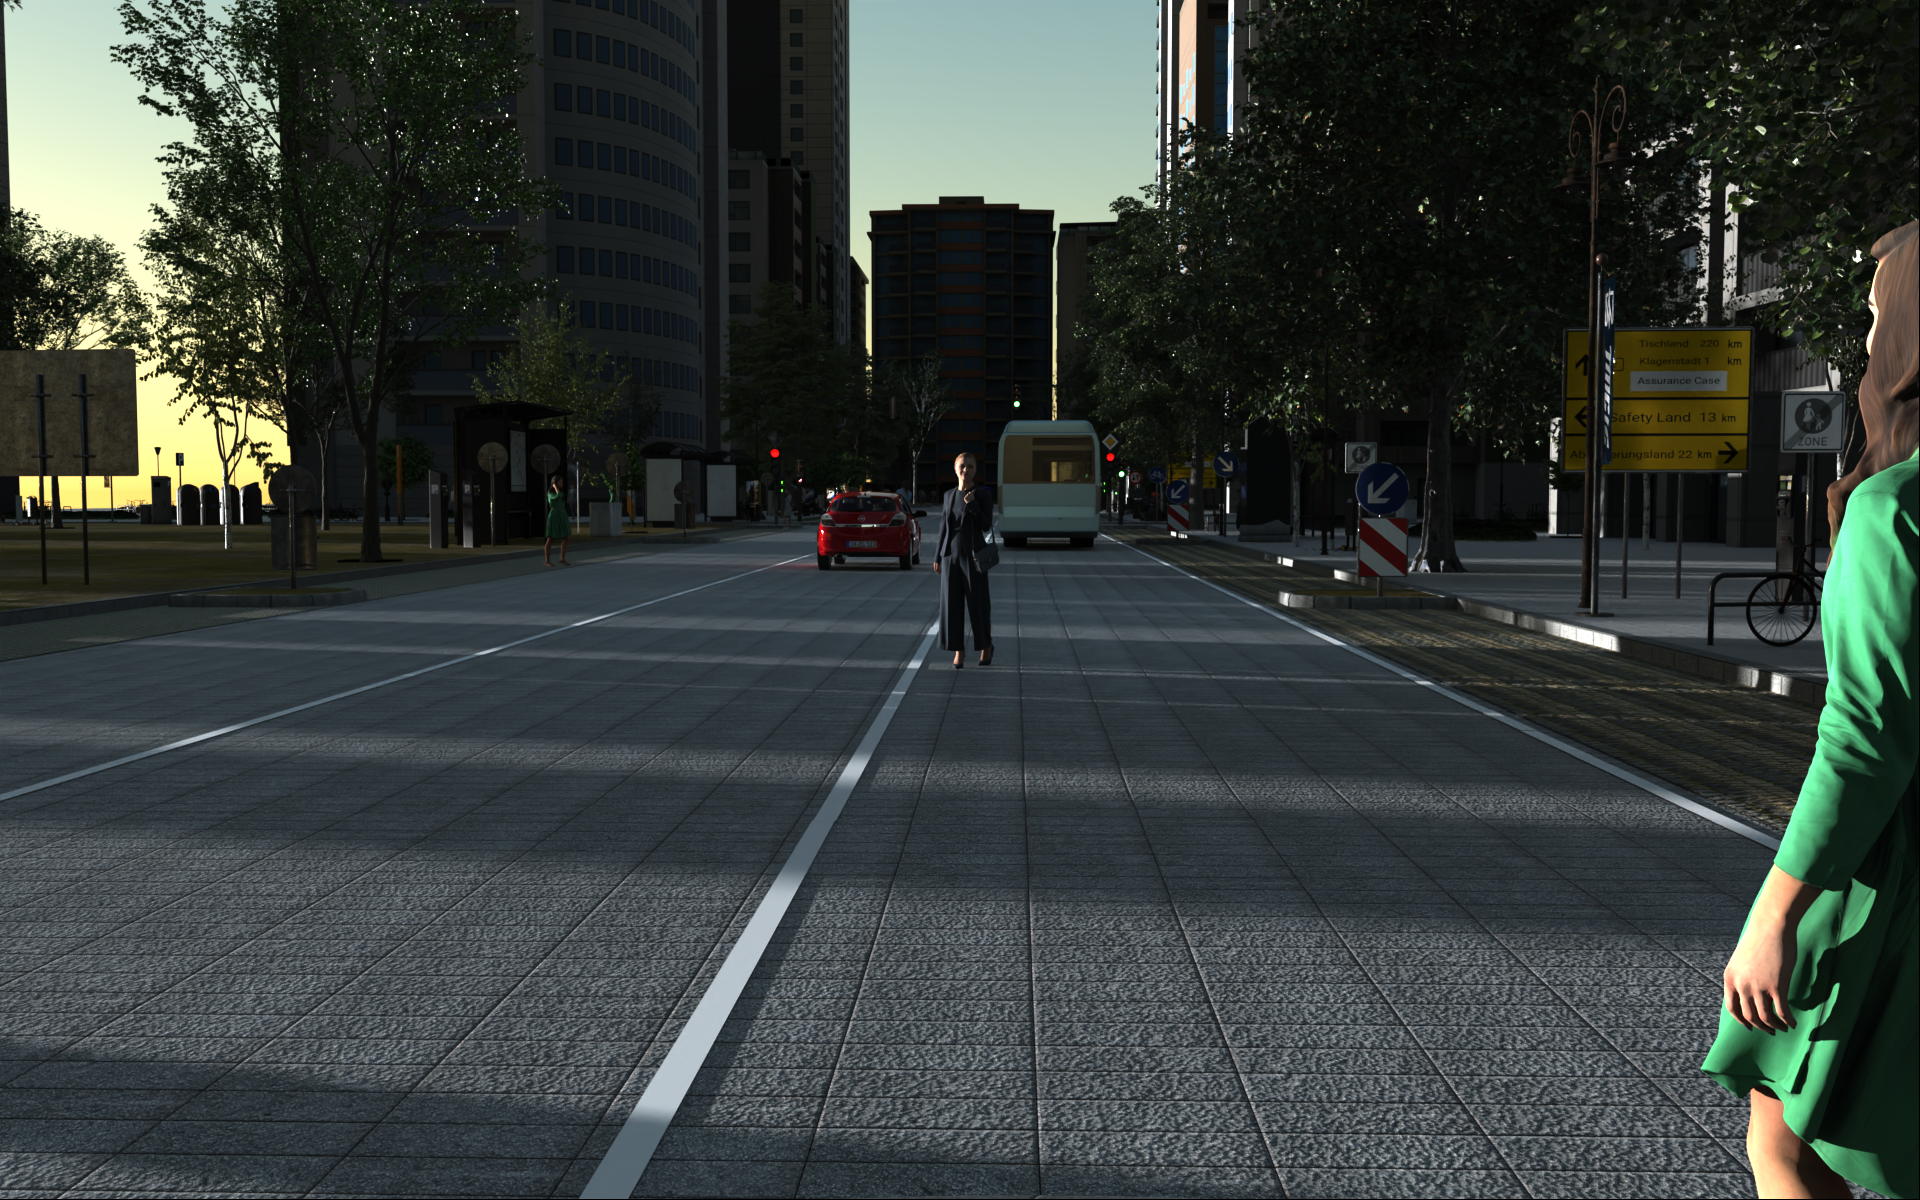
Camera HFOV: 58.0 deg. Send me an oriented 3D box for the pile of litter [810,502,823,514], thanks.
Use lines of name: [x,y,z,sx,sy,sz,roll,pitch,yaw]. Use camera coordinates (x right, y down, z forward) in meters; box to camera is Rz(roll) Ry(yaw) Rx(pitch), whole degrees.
pile of litter: [-9.223,-5.919,110.736,1.719,0.858,1.176,2,4,27]

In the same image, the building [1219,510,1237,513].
building: [28.578,-35.104,115.948,21.231,58.520,28.212,0,4,2]

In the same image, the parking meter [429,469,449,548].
parking meter: [-12.336,-2.160,41.019,0.399,1.863,0.255,1,4,22]

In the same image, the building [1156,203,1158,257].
building: [39.721,-38.656,255.730,21.600,48.544,21.300,0,4,2]

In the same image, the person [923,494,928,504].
person: [-4.963,-13.955,236.661,1.348,1.824,0.705,1,4,13]

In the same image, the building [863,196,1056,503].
building: [-0.406,-36.865,257.372,28.867,44.769,22.147,0,4,2]

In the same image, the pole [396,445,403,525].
pole: [-23.236,-4.768,71.807,0.158,3.312,0.155,0,3,0]

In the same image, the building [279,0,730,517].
building: [-27.305,-34.641,108.376,21.231,58.520,28.212,0,4,2]

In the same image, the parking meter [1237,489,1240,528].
parking meter: [10.532,-3.445,64.738,0.372,1.533,0.369,0,3,0]

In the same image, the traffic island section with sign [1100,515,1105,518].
traffic island section with sign: [7.718,-5.884,104.828,1.989,1.847,2.006,0,4,2]

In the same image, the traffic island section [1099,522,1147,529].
traffic island section: [6.709,-3.053,72.198,2.009,0.180,2.903,0,4,2]

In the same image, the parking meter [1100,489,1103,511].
parking meter: [10.323,-7.473,127.890,0.399,1.863,0.255,2,4,24]

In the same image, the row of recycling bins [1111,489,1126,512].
row of recycling bins: [11.593,-7.310,126.623,1.069,1.692,3.534,1,4,8]

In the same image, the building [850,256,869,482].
building: [-26.695,-34.995,264.050,23.993,40.220,32.217,0,4,2]

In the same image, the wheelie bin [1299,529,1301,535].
wheelie bin: [10.581,-2.851,54.524,0.693,1.594,0.980,1,4,16]

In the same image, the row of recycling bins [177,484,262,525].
row of recycling bins: [-31.063,-4.007,72.630,1.069,1.692,3.534,3,5,39]

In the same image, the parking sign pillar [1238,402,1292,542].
parking sign pillar: [8.209,-3.550,46.517,1.447,3.967,1.447,-1,4,-17]

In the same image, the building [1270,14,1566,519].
building: [24.650,-19.707,93.903,14.107,30.474,14.160,0,4,2]

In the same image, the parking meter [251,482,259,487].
parking meter: [-33.976,-4.752,83.405,0.255,1.863,0.399,1,4,23]

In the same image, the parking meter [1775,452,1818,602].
parking meter: [9.682,-0.877,20.058,0.399,1.863,0.255,-1,4,-19]

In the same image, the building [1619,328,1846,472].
building: [57.480,-15.543,99.161,28.899,21.520,27.650,0,4,2]

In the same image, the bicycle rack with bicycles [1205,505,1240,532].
bicycle rack with bicycles: [9.400,-2.780,58.835,2.852,0.926,2.925,0,4,7]

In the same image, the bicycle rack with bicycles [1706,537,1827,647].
bicycle rack with bicycles: [7.597,-0.032,13.903,2.925,0.926,2.852,-1,4,-11]

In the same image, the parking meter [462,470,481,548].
parking meter: [-11.725,-2.196,41.621,0.399,1.863,0.255,2,4,33]

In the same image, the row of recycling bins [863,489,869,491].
row of recycling bins: [-8.226,-8.362,143.825,1.069,1.692,3.534,-1,4,-17]

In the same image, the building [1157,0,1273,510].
building: [30.735,-38.821,176.715,21.231,58.520,28.212,0,4,2]

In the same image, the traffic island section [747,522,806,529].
traffic island section: [-7.725,-3.081,72.647,2.009,0.180,2.903,0,4,2]

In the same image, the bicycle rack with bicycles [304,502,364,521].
bicycle rack with bicycles: [-29.490,-4.170,81.563,2.925,0.926,2.852,-1,4,-11]

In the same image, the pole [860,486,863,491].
pole: [-7.500,-8.418,131.477,0.158,3.312,0.155,0,3,0]

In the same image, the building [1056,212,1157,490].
building: [21.188,-34.821,252.921,14.086,41.232,14.154,0,4,2]

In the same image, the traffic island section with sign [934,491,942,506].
traffic island section with sign: [-3.152,-12.300,209.725,1.989,1.847,2.006,0,4,2]

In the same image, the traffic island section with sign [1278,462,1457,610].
traffic island section with sign: [5.167,-0.837,22.310,1.989,1.847,2.006,0,4,2]

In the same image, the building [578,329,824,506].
building: [-28.842,-19.977,171.666,27.650,21.520,28.899,0,4,2]

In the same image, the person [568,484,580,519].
person: [-19.717,-5.023,88.283,0.709,1.813,0.853,1,4,14]

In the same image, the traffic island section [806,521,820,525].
traffic island section: [-7.478,-3.569,80.628,2.009,0.180,2.903,0,4,2]

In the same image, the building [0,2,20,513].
building: [-68.845,-40.195,95.440,20.611,71.187,20.563,0,4,2]

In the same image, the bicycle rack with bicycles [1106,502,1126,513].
bicycle rack with bicycles: [11.132,-6.199,114.741,2.925,0.926,2.852,-3,4,-37]

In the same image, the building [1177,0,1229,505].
building: [25.908,-30.305,145.599,14.600,45.320,14.200,0,4,2]

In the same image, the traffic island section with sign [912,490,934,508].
traffic island section with sign: [-4.001,-10.624,182.329,1.989,1.847,2.006,0,4,2]

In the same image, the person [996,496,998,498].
person: [4.508,-10.971,187.975,1.348,1.812,0.705,2,4,29]

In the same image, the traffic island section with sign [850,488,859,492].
traffic island section with sign: [-6.390,-5.913,105.300,1.989,1.847,2.006,0,4,2]

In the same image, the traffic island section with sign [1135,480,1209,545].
traffic island section with sign: [6.016,-2.485,49.252,1.989,1.847,2.006,0,4,2]

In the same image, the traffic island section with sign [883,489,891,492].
traffic island section with sign: [-5.554,-7.561,132.242,1.989,1.847,2.006,0,4,2]

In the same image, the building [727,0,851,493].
building: [-24.527,-47.355,212.506,20.611,71.187,20.563,0,4,2]

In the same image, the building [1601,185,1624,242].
building: [72.631,-35.923,211.036,21.600,48.544,21.300,0,4,2]

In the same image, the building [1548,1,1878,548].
building: [28.988,-37.017,43.475,20.563,71.187,20.611,0,4,2]

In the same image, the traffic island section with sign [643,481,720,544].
traffic island section with sign: [-8.068,-2.564,50.551,1.989,1.847,2.006,0,4,2]

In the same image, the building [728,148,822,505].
building: [-19.968,-23.052,148.596,14.160,30.474,14.107,0,4,2]

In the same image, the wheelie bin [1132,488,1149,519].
wheelie bin: [9.327,-4.987,89.447,0.980,1.594,0.693,3,4,37]

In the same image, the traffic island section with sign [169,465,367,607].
traffic island section with sign: [-8.947,-0.861,22.704,1.989,1.847,2.006,0,4,2]

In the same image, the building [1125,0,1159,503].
building: [32.001,-54.600,205.386,22.319,86.520,31.000,0,4,2]

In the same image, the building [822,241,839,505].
building: [-21.251,-25.745,192.632,14.160,30.474,14.107,0,4,2]
